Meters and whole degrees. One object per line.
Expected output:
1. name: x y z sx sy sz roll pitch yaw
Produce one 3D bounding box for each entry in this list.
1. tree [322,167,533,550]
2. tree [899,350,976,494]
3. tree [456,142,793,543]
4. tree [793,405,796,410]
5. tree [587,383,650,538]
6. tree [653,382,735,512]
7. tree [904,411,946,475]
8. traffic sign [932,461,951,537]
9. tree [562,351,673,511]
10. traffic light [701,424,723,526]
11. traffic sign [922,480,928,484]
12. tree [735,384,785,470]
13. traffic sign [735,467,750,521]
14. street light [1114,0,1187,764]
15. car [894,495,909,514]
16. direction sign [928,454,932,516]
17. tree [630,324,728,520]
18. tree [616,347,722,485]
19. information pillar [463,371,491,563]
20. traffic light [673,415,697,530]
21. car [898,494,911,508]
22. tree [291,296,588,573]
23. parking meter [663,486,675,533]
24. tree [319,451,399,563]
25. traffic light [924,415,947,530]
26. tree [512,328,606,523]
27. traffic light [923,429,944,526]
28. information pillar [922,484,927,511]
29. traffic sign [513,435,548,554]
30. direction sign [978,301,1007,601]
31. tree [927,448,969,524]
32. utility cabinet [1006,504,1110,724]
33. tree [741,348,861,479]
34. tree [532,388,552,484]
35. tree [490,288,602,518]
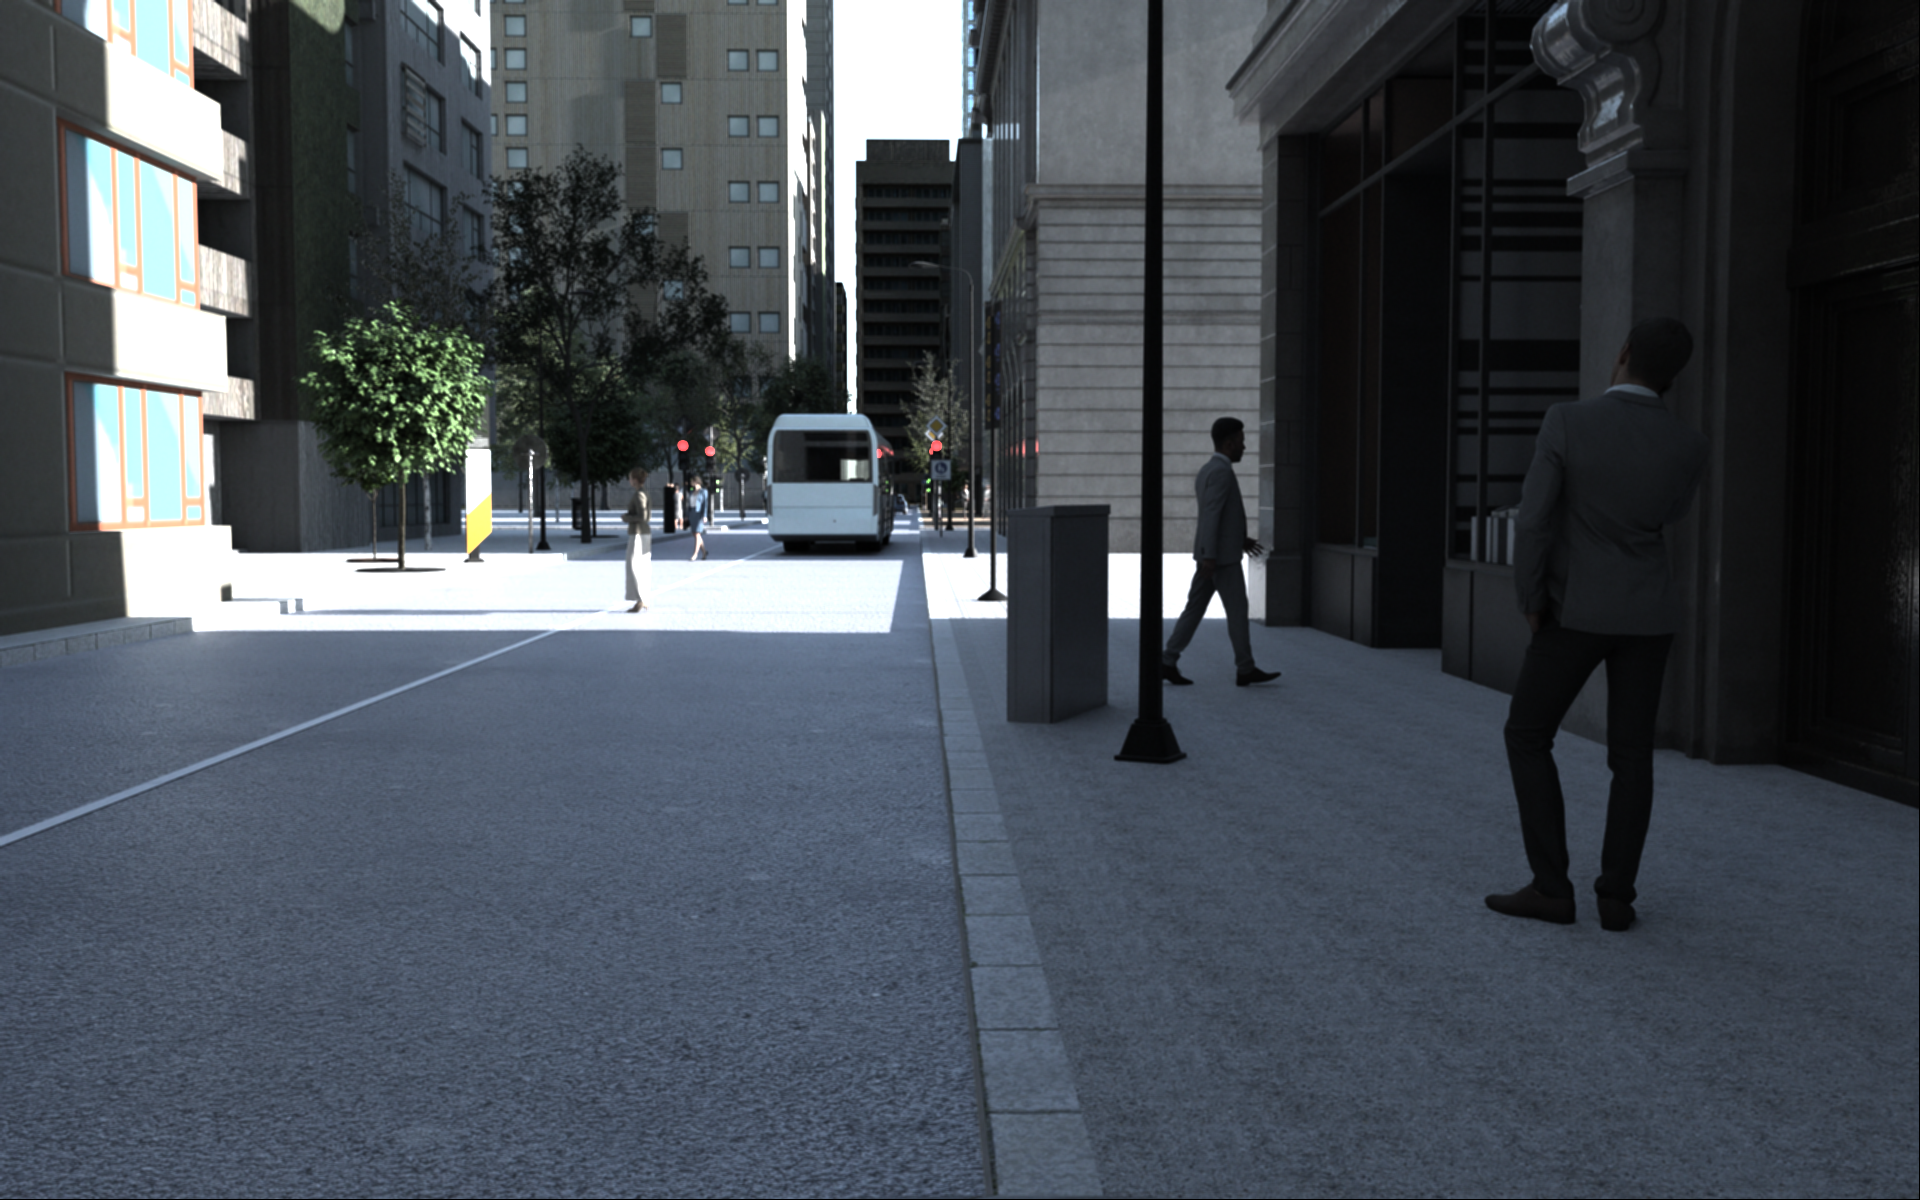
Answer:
1. tree: -12.146 -5.432 39.184 4.360 8.622 3.978 0 3 0
2. tree: -1.052 -8.433 88.241 4.360 8.622 3.978 0 3 0
3. tree: -9.701 -6.784 45.335 8.767 10.594 7.601 1 4 9
4. tree: -12.110 -9.731 93.513 7.601 10.594 8.767 0 4 -1
5. tree: -10.844 -4.150 51.568 4.285 4.588 4.351 0 3 0
6. tree: -16.618 -9.537 106.297 4.737 8.622 4.395 0 3 0
7. tree: -2.642 -12.077 147.821 4.737 8.622 4.395 0 3 0
8. traffic sign: -0.565 -3.036 51.762 0.606 2.300 0.079 0 4 0
9. tree: -27.822 -13.359 135.427 9.611 12.733 9.660 0 3 0
10. traffic light: -9.912 -4.904 69.105 0.839 4.253 0.868 0 4 -1
11. traffic sign: -2.605 -8.255 135.076 0.768 2.556 0.104 1 4 8
12. tree: -12.408 -10.065 114.930 4.737 8.622 4.395 0 3 0
13. traffic sign: -10.387 -5.049 82.654 0.768 2.556 0.104 0 4 7
14. street light: 0.383 -2.182 8.216 1.470 5.913 1.316 0 4 -1
15. car: -4.691 -6.871 124.343 2.014 1.417 4.499 0 4 0
16. direction sign: -1.685 -6.557 99.210 0.379 3.537 0.876 1 4 9
17. tree: -11.618 -7.499 72.972 4.360 8.622 3.978 0 3 0
18. tree: -19.395 -11.602 115.453 9.928 11.665 9.643 0 3 0
19. information pillar: -9.055 -2.514 32.454 0.504 3.616 0.183 -3 5 -40
20. traffic light: -9.708 -4.416 61.123 0.839 4.253 0.868 0 4 -1
21. car: -6.291 -10.737 185.769 2.015 1.641 3.980 0 4 -2
22. tree: -9.373 -2.754 28.745 4.285 4.588 4.351 0 3 0
23. parking meter: -9.547 -2.963 56.852 0.372 1.533 0.369 0 3 0
24. tree: -11.225 -2.331 32.707 1.663 3.219 1.824 0 3 0
25. traffic light: -0.850 -4.431 61.365 0.839 4.253 0.868 0 4 -1
26. tree: -17.902 -7.796 77.824 4.737 8.622 4.395 0 3 0
27. traffic light: -1.054 -4.919 69.347 0.839 4.253 0.868 0 4 -1
28. information pillar: -2.625 -7.526 127.549 0.304 2.012 0.304 0 4 3
29. traffic sign: -9.224 -2.267 37.172 0.768 2.556 0.104 0 4 3
30. direction sign: 0.402 -1.761 20.785 0.379 3.537 0.876 -1 4 -11
31. tree: -0.277 -4.815 73.328 1.663 3.219 1.824 0 3 0
32. utility cabinet: 0.577 0.062 10.146 0.306 1.237 1.020 1 4 23
33. tree: -12.387 -13.406 136.201 9.611 12.733 9.660 0 3 0
34. tree: -27.227 -9.936 112.821 4.360 8.622 3.978 0 3 0
35. tree: -22.682 -10.744 93.798 7.486 12.596 7.792 0 3 0
